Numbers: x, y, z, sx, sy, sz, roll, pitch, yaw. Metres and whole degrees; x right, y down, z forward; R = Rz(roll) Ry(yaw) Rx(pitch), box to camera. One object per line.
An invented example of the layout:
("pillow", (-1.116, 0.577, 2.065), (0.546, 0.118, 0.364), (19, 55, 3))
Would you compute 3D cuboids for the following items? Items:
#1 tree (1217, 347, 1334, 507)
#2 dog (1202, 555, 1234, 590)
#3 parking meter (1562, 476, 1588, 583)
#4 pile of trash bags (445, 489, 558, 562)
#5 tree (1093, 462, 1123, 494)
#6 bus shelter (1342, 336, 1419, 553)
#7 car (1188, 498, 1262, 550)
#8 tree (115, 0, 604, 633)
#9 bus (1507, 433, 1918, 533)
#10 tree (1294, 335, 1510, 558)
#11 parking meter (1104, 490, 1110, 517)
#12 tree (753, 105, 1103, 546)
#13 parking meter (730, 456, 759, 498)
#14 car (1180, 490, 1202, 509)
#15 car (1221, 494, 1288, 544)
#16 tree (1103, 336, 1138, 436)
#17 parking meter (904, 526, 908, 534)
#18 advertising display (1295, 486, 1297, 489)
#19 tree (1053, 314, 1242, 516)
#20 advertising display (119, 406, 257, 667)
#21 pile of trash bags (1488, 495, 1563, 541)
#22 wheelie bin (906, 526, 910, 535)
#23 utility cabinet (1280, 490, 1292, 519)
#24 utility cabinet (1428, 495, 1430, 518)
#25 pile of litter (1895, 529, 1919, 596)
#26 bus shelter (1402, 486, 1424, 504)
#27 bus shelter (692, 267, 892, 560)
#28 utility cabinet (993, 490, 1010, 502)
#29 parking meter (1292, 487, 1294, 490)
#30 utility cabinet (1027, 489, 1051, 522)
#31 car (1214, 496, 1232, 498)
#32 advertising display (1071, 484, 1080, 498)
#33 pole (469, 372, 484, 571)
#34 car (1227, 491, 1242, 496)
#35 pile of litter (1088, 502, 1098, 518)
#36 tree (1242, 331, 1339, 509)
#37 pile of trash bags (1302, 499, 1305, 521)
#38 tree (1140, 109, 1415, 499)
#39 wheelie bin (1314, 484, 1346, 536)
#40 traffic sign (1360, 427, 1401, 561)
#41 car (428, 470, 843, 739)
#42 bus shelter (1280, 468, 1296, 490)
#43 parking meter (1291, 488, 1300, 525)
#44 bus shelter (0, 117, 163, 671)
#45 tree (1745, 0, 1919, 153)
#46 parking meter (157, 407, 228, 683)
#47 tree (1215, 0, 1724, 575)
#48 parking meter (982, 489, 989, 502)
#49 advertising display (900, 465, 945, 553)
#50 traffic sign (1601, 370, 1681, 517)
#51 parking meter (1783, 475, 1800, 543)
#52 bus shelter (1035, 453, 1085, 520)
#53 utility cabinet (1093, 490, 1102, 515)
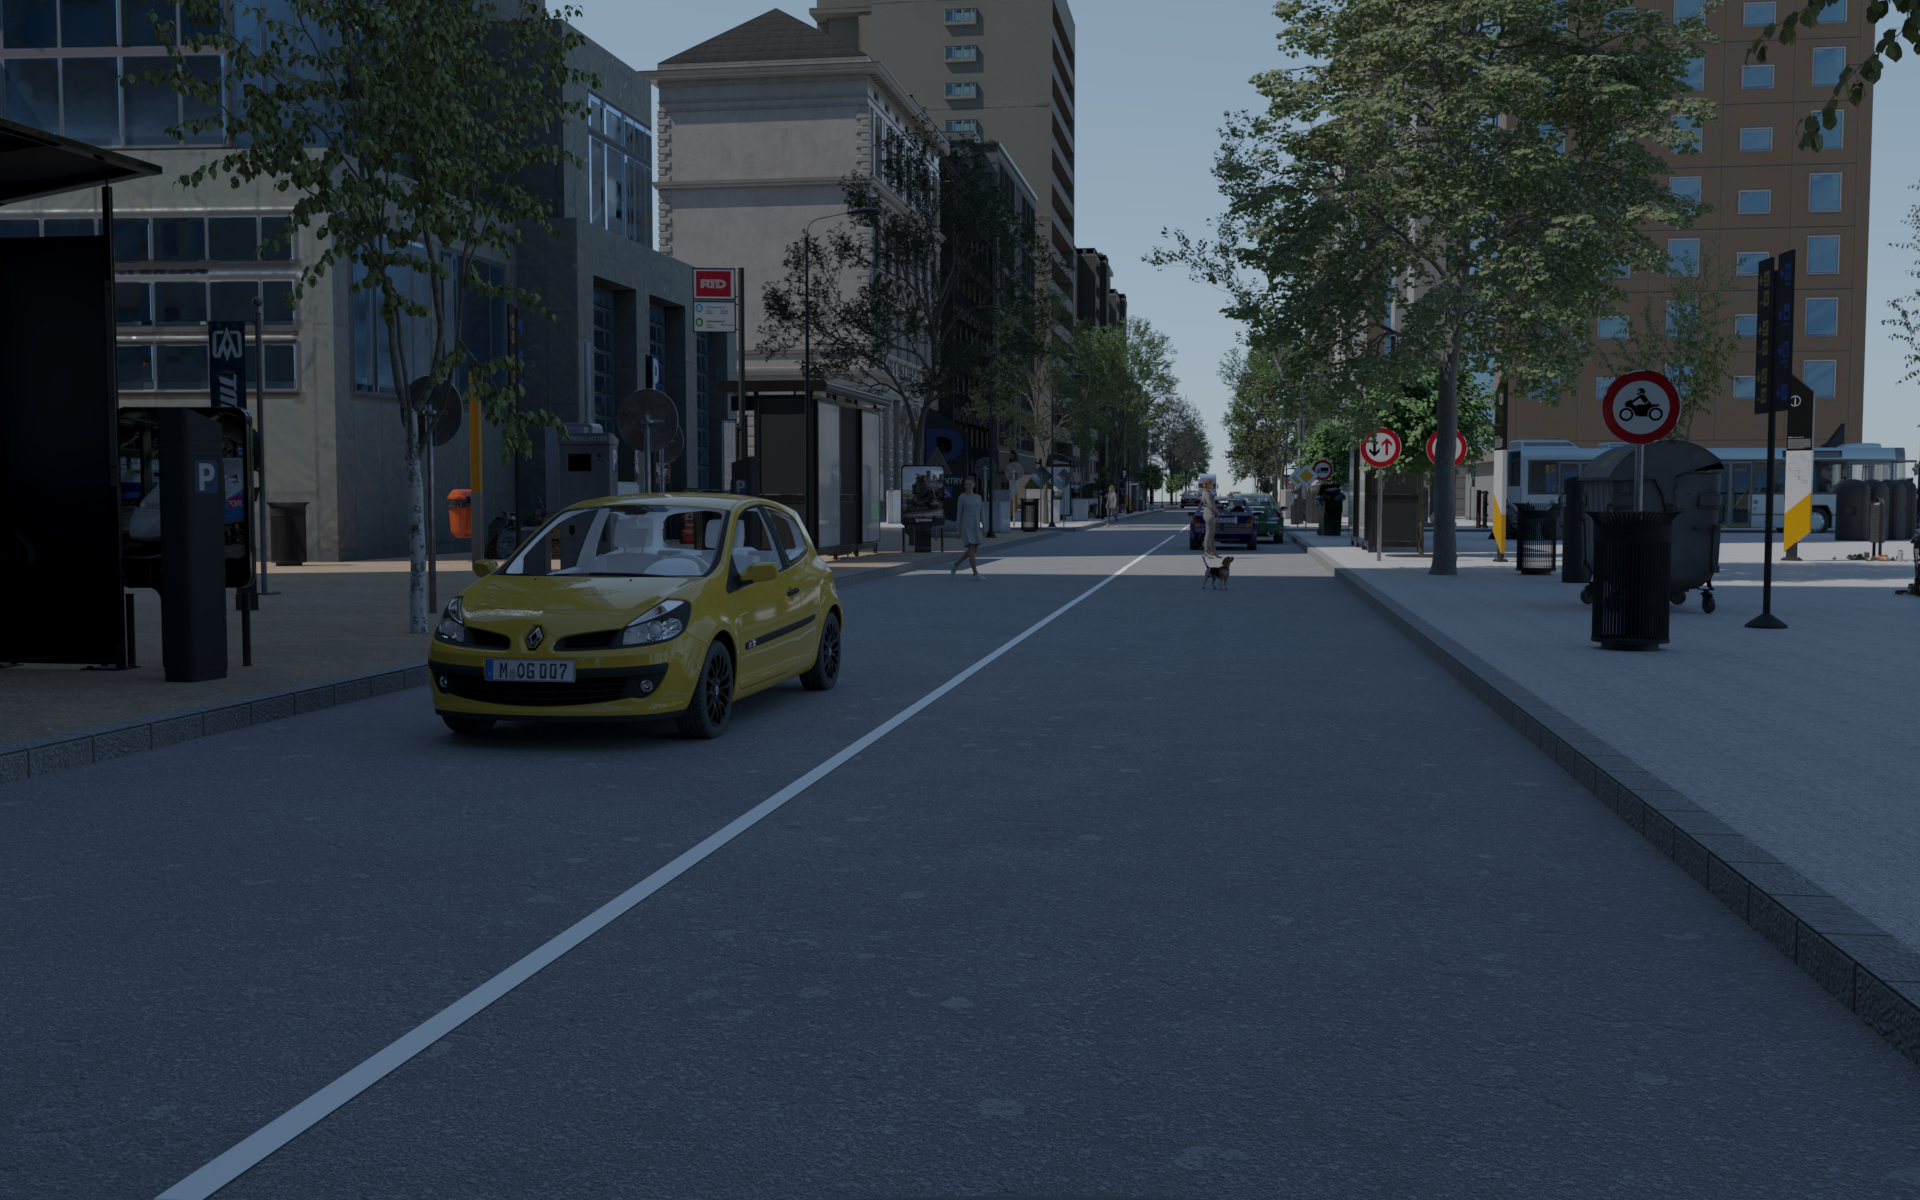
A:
("tree", (22.948, -12.757, 125.584), (9.611, 12.733, 9.660), (0, 3, 0))
("dog", (3.867, -0.411, 26.002), (0.540, 0.507, 0.406), (1, 4, 17))
("parking meter", (8.914, -1.018, 25.049), (0.372, 1.533, 0.369), (0, 3, 0))
("pile of trash bags", (-8.650, -1.489, 34.102), (1.912, 1.369, 3.447), (2, 4, 33))
("tree", (8.832, -6.813, 105.999), (1.663, 3.219, 1.824), (0, 3, 0))
("bus shelter", (10.371, -3.923, 41.778), (2.179, 5.291, 8.768), (1, 4, 9))
("car", (6.975, -2.025, 45.685), (1.945, 1.354, 3.894), (1, 4, 10))
("tree", (-5.024, -3.985, 15.520), (4.737, 8.622, 4.395), (0, 3, 0))
("bus", (25.611, -3.908, 58.752), (13.247, 3.499, 2.948), (0, 4, 7))
("tree", (9.456, -3.170, 35.548), (4.285, 4.588, 4.351), (0, 3, 0))
("parking meter", (8.075, -5.334, 95.621), (0.372, 1.533, 0.369), (0, 3, 0))
("tree", (-1.222, -6.620, 42.655), (8.767, 10.594, 7.601), (1, 4, 9))
("parking meter", (-3.351, -1.300, 26.971), (0.399, 1.863, 0.255), (2, 4, 28))
("car", (23.145, -10.076, 173.407), (2.281, 1.827, 5.304), (1, 4, 9))
("car", (8.701, -2.436, 51.624), (2.131, 1.459, 4.920), (1, 4, 9))
("tree", (3.840, -8.552, 74.232), (8.767, 10.594, 7.601), (2, 4, 24))
("parking meter", (-1.624, -3.087, 56.183), (0.399, 1.863, 0.255), (1, 4, 18))
("advertising display", (22.420, -6.760, 115.733), (0.123, 1.923, 0.974), (0, 4, 1))
("tree", (8.985, -10.624, 99.463), (9.928, 11.665, 9.643), (0, 3, 0))
("advertising display", (-5.741, -0.467, 12.854), (0.974, 1.923, 0.123), (0, 4, -2))
("pile of trash bags", (16.223, -2.343, 48.065), (1.912, 1.369, 3.447), (-1, 4, -15))
("wheelie bin", (-1.239, -2.810, 53.846), (0.693, 1.594, 0.980), (2, 4, 31))
("utility cabinet", (16.677, -4.862, 88.174), (0.318, 1.500, 1.173), (2, 4, 33))
("utility cabinet", (25.798, -5.083, 94.272), (1.020, 1.237, 0.306), (3, 5, 44))
("pile of litter", (12.436, -0.475, 21.735), (1.176, 0.858, 1.719), (1, 4, 22))
("bus shelter", (12.621, -3.668, 51.258), (1.731, 3.624, 6.357), (1, 4, 9))
("bus shelter", (-3.246, -3.404, 33.293), (2.179, 5.291, 8.768), (1, 4, 9))
("utility cabinet", (2.254, -5.015, 90.675), (1.173, 1.500, 0.318), (-2, 4, -29))
("parking meter", (22.822, -6.860, 117.876), (0.399, 1.863, 0.255), (-1, 4, -15))
("utility cabinet", (3.615, -4.275, 78.577), (1.173, 1.500, 0.318), (0, 4, -3))
("car", (11.854, -3.967, 77.445), (1.945, 1.354, 3.894), (1, 4, 9))
("advertising display", (7.511, -6.735, 115.329), (0.974, 1.923, 0.123), (0, 4, -5))
("pole", (-8.098, -2.150, 29.002), (0.158, 3.312, 0.155), (0, 3, 0))
("car", (35.995, -13.322, 226.479), (2.281, 1.827, 5.304), (1, 4, 9))
("pile of litter", (6.883, -4.770, 91.947), (1.176, 0.858, 1.719), (-1, 4, -14))
("tree", (20.179, -11.211, 109.049), (9.928, 11.665, 9.643), (0, 3, 0))
("pile of trash bags", (17.399, -4.403, 81.742), (3.447, 1.369, 1.912), (1, 4, 13))
("tree", (15.795, -14.097, 86.383), (12.611, 20.169, 13.585), (0, 3, 0))
("wheelie bin", (11.436, -2.780, 53.355), (0.980, 1.594, 0.693), (-1, 4, -11))
("traffic sign", (8.020, -2.016, 33.069), (0.768, 2.556, 0.104), (1, 4, 15))
("car", (-2.012, -0.076, 11.471), (2.015, 1.641, 3.980), (1, 4, 11))
("bus shelter", (25.788, -8.631, 135.041), (2.014, 3.302, 5.546), (1, 4, 9))
("parking meter", (14.085, -3.935, 72.748), (0.372, 1.533, 0.369), (0, 3, 0))
("bus shelter", (-7.051, -1.123, 9.640), (1.731, 3.624, 6.357), (1, 4, 9))
("tree", (4.999, -3.524, 7.978), (4.737, 8.622, 4.395), (0, 3, 0))
("parking meter", (-5.278, -0.381, 11.934), (0.255, 1.863, 0.399), (1, 4, 16))
("tree", (8.064, -6.657, 26.974), (7.486, 12.596, 7.792), (0, 3, 0))
("parking meter", (1.341, -5.070, 91.301), (0.372, 1.533, 0.369), (0, 3, 0))
("advertising display", (-0.816, -2.004, 37.973), (0.974, 1.923, 0.123), (0, 4, -6))
("traffic sign", (7.001, -1.086, 17.868), (0.768, 2.556, 0.104), (1, 4, 17))
("parking meter", (21.847, -2.431, 45.458), (0.255, 1.863, 0.399), (-1, 4, -14))
("bus shelter", (5.101, -5.757, 88.049), (2.014, 3.302, 5.546), (1, 4, 9))
("utility cabinet", (8.152, -5.709, 102.016), (0.318, 1.500, 1.173), (-1, 4, -12))
